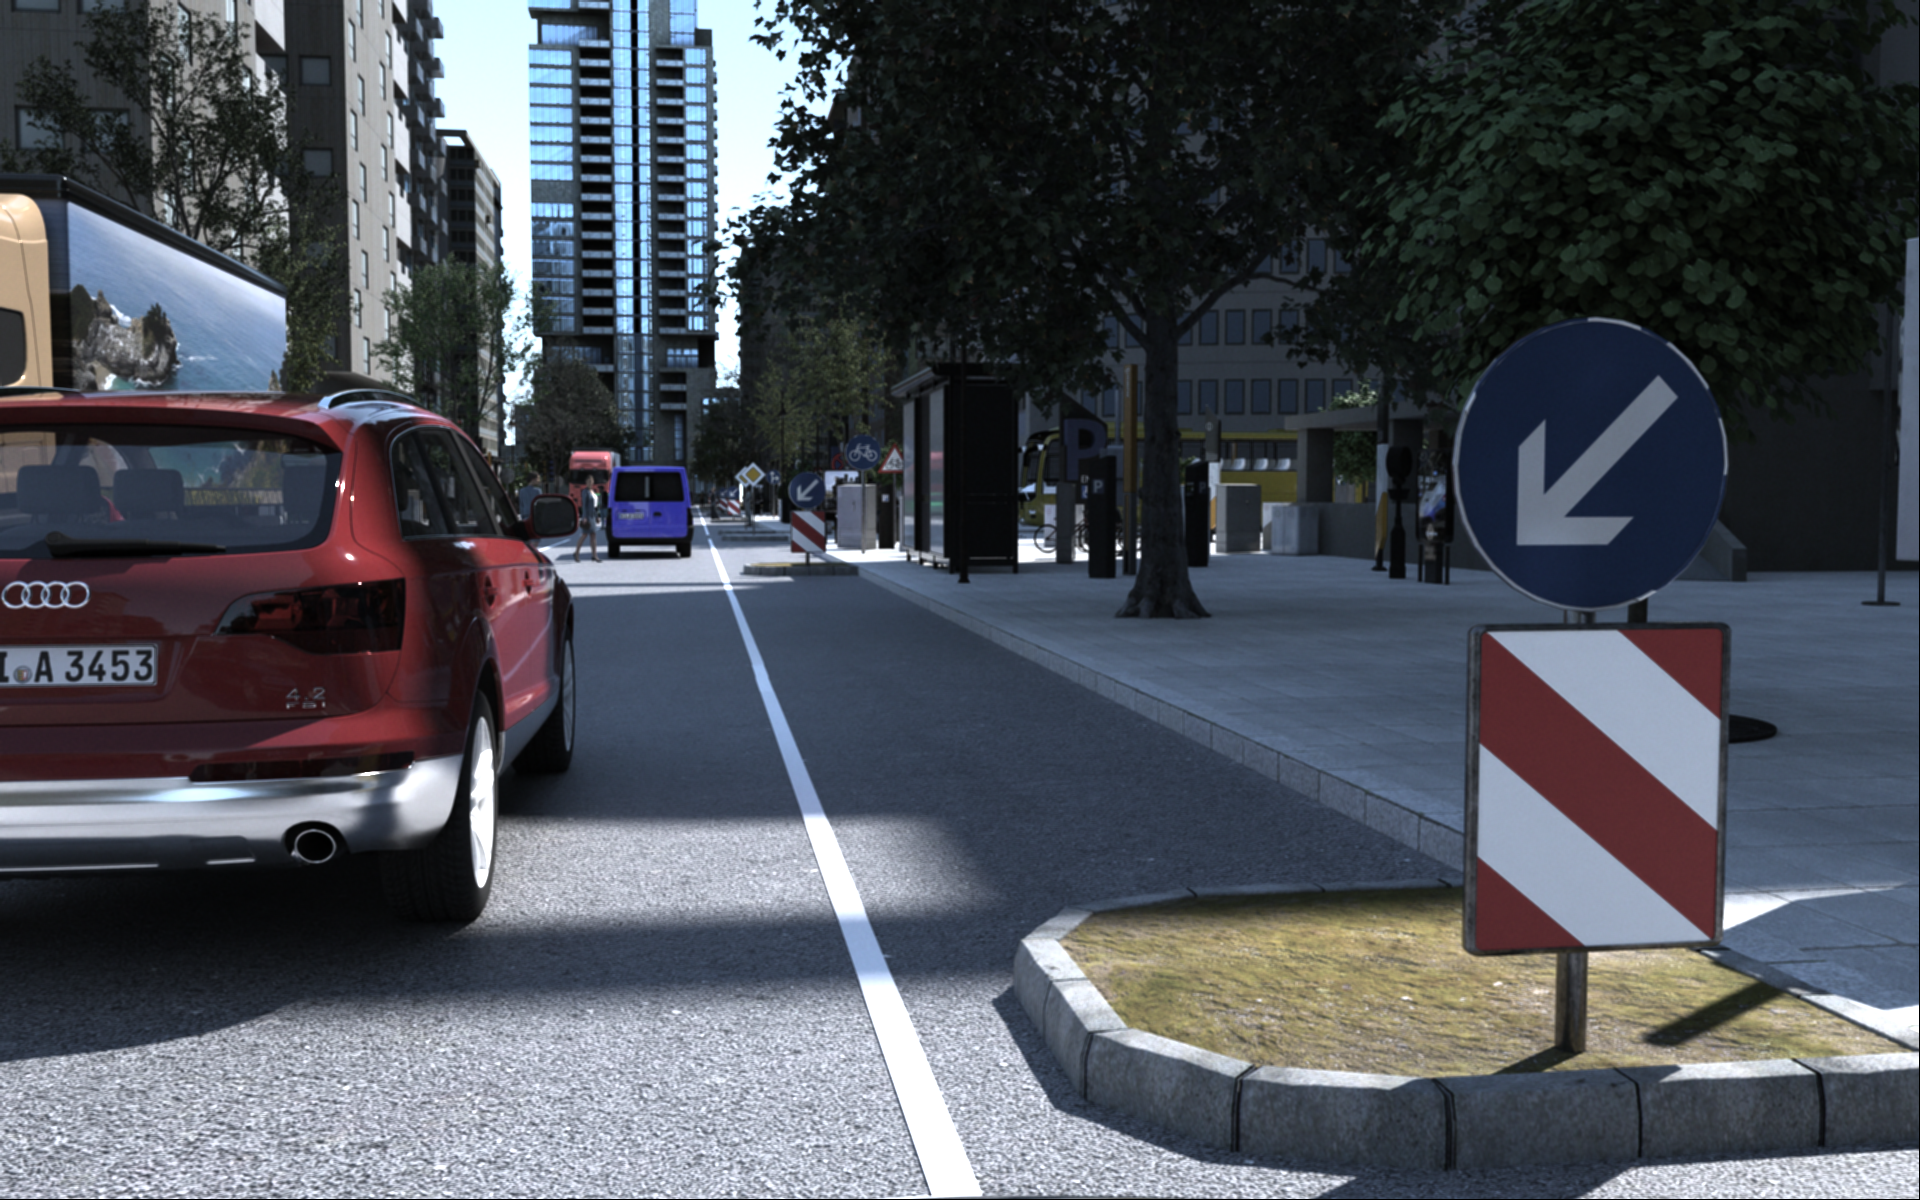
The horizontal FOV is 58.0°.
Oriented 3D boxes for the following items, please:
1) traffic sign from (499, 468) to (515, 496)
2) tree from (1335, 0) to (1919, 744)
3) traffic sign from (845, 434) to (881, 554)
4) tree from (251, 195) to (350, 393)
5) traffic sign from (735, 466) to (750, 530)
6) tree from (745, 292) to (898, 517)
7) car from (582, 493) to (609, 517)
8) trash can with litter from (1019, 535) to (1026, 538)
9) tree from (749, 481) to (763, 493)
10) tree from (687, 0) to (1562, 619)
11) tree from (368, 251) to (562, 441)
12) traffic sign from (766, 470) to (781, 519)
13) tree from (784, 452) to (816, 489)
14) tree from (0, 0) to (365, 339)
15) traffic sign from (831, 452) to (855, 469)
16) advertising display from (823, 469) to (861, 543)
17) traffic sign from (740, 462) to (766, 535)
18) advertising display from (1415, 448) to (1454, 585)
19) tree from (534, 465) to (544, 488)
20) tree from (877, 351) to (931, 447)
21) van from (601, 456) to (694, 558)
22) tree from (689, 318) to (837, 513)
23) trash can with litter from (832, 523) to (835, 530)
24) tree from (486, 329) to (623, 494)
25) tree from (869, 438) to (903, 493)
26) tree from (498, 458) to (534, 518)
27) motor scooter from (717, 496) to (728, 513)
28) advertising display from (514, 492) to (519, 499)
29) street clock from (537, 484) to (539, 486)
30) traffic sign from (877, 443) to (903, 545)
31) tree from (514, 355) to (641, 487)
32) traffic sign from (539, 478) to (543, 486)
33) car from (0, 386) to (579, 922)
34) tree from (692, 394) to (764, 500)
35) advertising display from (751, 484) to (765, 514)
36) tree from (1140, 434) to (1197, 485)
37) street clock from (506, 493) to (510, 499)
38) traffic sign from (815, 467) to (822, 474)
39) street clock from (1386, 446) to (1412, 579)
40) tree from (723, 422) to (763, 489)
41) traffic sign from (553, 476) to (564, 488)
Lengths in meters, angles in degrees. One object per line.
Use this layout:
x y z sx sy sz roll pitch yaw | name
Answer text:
-21.812 -5.098 83.464 0.768 2.556 0.104 0 4 -5 | traffic sign
3.646 -1.575 9.471 4.285 4.588 4.351 0 3 0 | tree
-2.068 -2.260 37.051 0.768 2.556 0.104 0 4 -2 | traffic sign
-16.871 -5.645 42.652 4.737 8.622 4.395 0 3 0 | tree
-7.654 -3.560 61.841 0.795 2.450 0.064 -1 4 -9 | traffic sign
-3.378 -6.064 49.503 4.737 8.622 4.395 0 3 0 | tree
-19.606 -5.247 94.587 1.959 1.807 4.718 0 4 -7 | car
1.185 -2.477 51.563 1.678 1.210 2.233 -2 4 -26 | trash can with litter
-17.320 -9.184 144.757 1.663 3.219 1.824 0 3 0 | tree
2.010 -6.168 17.853 9.611 12.733 9.660 0 3 0 | tree
-20.956 -9.019 73.215 9.928 11.665 9.643 0 3 0 | tree
-9.705 -5.510 90.198 0.768 2.556 0.104 0 4 -2 | traffic sign
-6.466 -4.773 72.645 1.663 3.219 1.824 0 3 0 | tree
-14.995 -5.973 32.065 8.767 10.594 7.601 0 4 0 | tree
-3.530 -3.214 52.654 0.768 2.556 0.104 0 4 -5 | traffic sign
-3.065 -2.429 44.935 0.974 1.923 0.123 0 4 4 | advertising display
-6.436 -3.077 53.949 0.795 2.450 0.064 -1 4 -9 | traffic sign
6.808 -1.201 24.848 0.123 1.923 0.974 -1 4 -11 | advertising display
-24.407 -6.285 97.369 1.663 3.219 1.824 0 3 0 | tree
-2.273 -8.292 85.942 4.360 8.622 3.978 0 3 0 | tree
-7.333 -2.225 40.756 2.240 2.365 5.245 -1 4 -11 | van
-13.584 -12.842 120.343 12.009 13.543 11.850 0 3 0 | tree
-4.372 -3.153 62.603 1.678 1.210 2.233 1 4 13 | trash can with litter
-29.964 -13.339 128.457 12.009 13.543 11.850 0 3 0 | tree
-3.821 -7.168 100.915 4.285 4.588 4.351 0 3 0 | tree
-24.101 -6.047 93.464 1.663 3.219 1.824 0 3 0 | tree
-17.652 -7.099 128.839 0.815 1.314 1.986 0 4 -7 | motor scooter
-28.737 -6.596 113.054 0.123 1.923 0.974 2 4 28 | advertising display
-25.149 -5.988 102.469 0.471 2.002 0.358 0 4 -4 | street clock
-1.651 -2.684 43.886 0.884 2.594 0.081 0 4 -3 | traffic sign
-31.558 -13.718 141.290 9.611 12.733 9.660 0 3 0 | tree
-29.471 -7.377 120.711 0.768 2.556 0.104 0 4 -7 | traffic sign
-2.805 0.089 7.220 2.281 1.827 5.304 0 4 -7 | car
-23.278 -15.310 176.078 9.928 11.665 9.643 0 3 0 | tree
-12.944 -6.458 110.798 0.974 1.923 0.123 2 4 27 | advertising display
5.677 -3.199 46.907 1.663 3.219 1.824 0 3 0 | tree
-28.517 -6.418 109.502 0.358 2.002 0.471 2 4 27 | street clock
-6.341 -4.735 77.424 0.884 2.594 0.081 0 4 -8 | traffic sign
6.653 -1.328 26.281 0.358 2.002 0.471 3 4 38 | street clock
-20.808 -13.280 167.497 4.360 8.622 3.978 0 3 0 | tree
-27.799 -7.328 119.926 0.768 2.556 0.104 0 4 -2 | traffic sign
